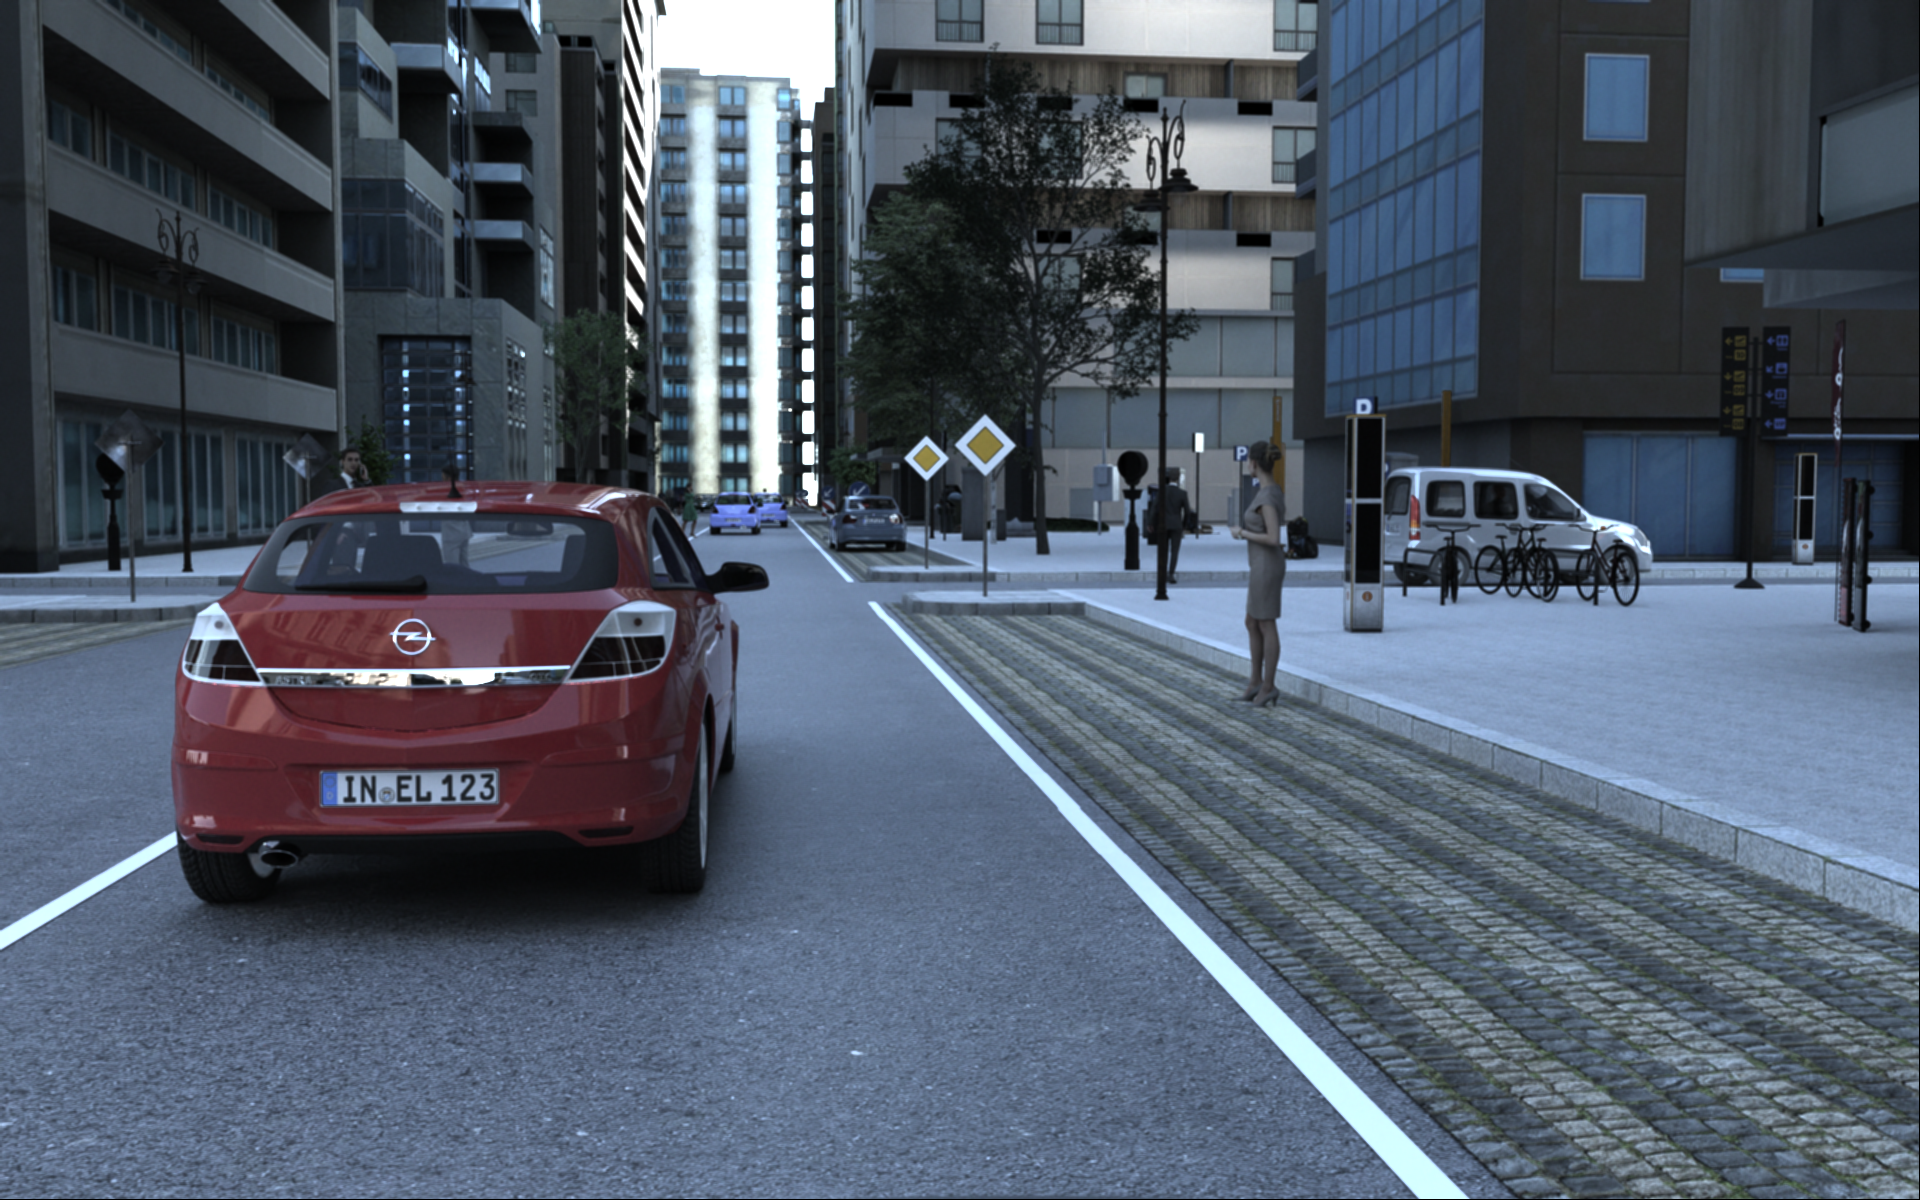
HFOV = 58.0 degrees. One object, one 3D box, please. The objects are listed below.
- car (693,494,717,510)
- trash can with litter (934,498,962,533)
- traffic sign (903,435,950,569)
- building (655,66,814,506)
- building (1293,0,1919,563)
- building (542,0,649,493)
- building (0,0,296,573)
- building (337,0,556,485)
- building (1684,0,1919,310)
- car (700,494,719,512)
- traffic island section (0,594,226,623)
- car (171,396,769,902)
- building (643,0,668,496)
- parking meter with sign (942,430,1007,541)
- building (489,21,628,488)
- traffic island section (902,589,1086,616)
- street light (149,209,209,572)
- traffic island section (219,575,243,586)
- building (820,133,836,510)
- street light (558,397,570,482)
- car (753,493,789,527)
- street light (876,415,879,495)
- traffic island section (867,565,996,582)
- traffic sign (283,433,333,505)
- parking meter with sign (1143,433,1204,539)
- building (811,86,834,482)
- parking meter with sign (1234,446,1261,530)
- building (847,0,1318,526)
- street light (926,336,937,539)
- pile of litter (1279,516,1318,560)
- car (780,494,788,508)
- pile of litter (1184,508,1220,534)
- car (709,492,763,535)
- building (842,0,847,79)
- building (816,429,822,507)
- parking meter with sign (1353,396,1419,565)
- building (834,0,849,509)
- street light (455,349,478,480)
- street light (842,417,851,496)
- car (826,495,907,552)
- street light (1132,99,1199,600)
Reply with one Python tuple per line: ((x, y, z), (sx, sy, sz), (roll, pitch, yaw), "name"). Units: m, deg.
((-20.047, -7.571, 135.582), (2.131, 1.459, 4.920), (0, 4, -7), "car")
((-0.280, -2.761, 56.536), (1.055, 1.170, 0.624), (-3, 5, -41), "trash can with litter")
((-0.572, -1.585, 29.558), (0.795, 2.450, 0.064), (0, 4, -6), "traffic sign")
((-32.162, -35.313, 196.975), (30.456, 49.044, 23.786), (0, 4, -6), "building")
((16.473, -23.722, 37.962), (14.200, 45.320, 14.600), (0, 4, -6), "building")
((-34.526, -30.758, 126.593), (21.300, 48.544, 21.600), (0, 4, -6), "building")
((-26.674, -25.205, 35.801), (21.300, 48.544, 21.600), (0, 4, -6), "building")
((-27.885, -46.256, 68.954), (22.319, 86.520, 31.000), (0, 4, -6), "building")
((11.798, -19.808, 7.458), (14.154, 41.232, 14.086), (0, 4, -6), "building")
((-20.318, -7.944, 141.680), (2.131, 1.459, 4.920), (0, 4, -7), "car")
((-9.845, 0.104, 20.577), (2.009, 0.180, 2.903), (0, 4, -6), "traffic island section")
((-1.933, 0.087, 7.625), (2.155, 1.783, 4.494), (0, 4, -5), "car")
((-41.741, -34.997, 161.438), (27.495, 52.752, 28.713), (0, 4, -6), "building")
((0.399, -3.148, 47.725), (1.738, 3.016, 0.543), (0, 4, -3), "parking meter with sign")
((-28.846, -20.658, 109.468), (14.160, 30.474, 14.107), (0, 4, -6), "building")
((0.335, 0.035, 21.702), (2.009, 0.180, 2.903), (0, 4, -6), "traffic island section")
((-12.743, -3.401, 28.401), (0.468, 5.910, 1.993), (0, 4, -6), "street light")
((-10.729, -0.381, 28.513), (2.009, 0.180, 2.903), (0, 4, -6), "traffic island section")
((-4.461, -22.667, 142.305), (14.160, 30.474, 14.107), (0, 4, -6), "building")
((-18.765, -6.697, 82.283), (0.468, 5.910, 1.993), (0, 4, -6), "street light")
((-8.414, -4.034, 75.552), (1.945, 1.707, 3.694), (0, 4, -8), "car")
((-3.708, -6.383, 77.155), (0.468, 5.910, 1.993), (0, 4, -6), "street light")
((-0.550, -0.450, 29.638), (2.009, 0.180, 2.903), (0, 4, -6), "traffic island section")
((-10.706, -1.518, 28.454), (0.795, 2.450, 0.064), (0, 4, -6), "traffic sign")
((6.113, -3.289, 50.031), (1.738, 3.016, 0.543), (2, 4, 33), "parking meter with sign")
((-9.293, -33.290, 194.394), (14.200, 45.320, 14.600), (0, 4, -6), "building")
((10.375, -4.004, 61.730), (0.543, 3.016, 1.738), (-1, 4, -16), "parking meter with sign")
((8.677, -30.118, 81.668), (28.713, 52.752, 27.495), (0, 4, -6), "building")
((-0.808, -4.707, 49.745), (0.468, 5.910, 1.993), (0, 4, -6), "street light")
((6.456, -1.249, 34.380), (1.719, 0.858, 1.176), (-3, 4, -38), "pile of litter")
((-9.814, -4.904, 88.969), (1.959, 1.807, 4.718), (0, 4, -7), "car")
((7.601, -2.546, 55.587), (1.719, 0.858, 1.176), (-1, 4, -16), "pile of litter")
((-8.060, -3.222, 62.277), (1.945, 1.707, 3.694), (0, 4, -5), "car")
((-0.400, -28.298, 112.786), (14.600, 45.320, 14.200), (0, 4, -6), "building")
((-2.215, -52.081, 164.197), (22.319, 86.520, 31.000), (0, 4, -6), "building")
((7.982, -2.158, 31.547), (1.738, 3.016, 0.543), (-2, 4, -30), "parking meter with sign")
((-2.282, -27.171, 127.841), (14.154, 41.232, 14.086), (0, 4, -6), "building")
((-15.740, -5.049, 55.343), (0.468, 5.910, 1.993), (0, 4, -6), "street light")
((-6.804, -8.031, 104.087), (0.468, 5.910, 1.993), (0, 4, -6), "street light")
((-2.382, -1.967, 44.159), (2.014, 1.417, 4.499), (0, 4, -8), "car")
((2.447, -2.940, 20.860), (0.468, 5.910, 1.993), (0, 4, -6), "street light")
